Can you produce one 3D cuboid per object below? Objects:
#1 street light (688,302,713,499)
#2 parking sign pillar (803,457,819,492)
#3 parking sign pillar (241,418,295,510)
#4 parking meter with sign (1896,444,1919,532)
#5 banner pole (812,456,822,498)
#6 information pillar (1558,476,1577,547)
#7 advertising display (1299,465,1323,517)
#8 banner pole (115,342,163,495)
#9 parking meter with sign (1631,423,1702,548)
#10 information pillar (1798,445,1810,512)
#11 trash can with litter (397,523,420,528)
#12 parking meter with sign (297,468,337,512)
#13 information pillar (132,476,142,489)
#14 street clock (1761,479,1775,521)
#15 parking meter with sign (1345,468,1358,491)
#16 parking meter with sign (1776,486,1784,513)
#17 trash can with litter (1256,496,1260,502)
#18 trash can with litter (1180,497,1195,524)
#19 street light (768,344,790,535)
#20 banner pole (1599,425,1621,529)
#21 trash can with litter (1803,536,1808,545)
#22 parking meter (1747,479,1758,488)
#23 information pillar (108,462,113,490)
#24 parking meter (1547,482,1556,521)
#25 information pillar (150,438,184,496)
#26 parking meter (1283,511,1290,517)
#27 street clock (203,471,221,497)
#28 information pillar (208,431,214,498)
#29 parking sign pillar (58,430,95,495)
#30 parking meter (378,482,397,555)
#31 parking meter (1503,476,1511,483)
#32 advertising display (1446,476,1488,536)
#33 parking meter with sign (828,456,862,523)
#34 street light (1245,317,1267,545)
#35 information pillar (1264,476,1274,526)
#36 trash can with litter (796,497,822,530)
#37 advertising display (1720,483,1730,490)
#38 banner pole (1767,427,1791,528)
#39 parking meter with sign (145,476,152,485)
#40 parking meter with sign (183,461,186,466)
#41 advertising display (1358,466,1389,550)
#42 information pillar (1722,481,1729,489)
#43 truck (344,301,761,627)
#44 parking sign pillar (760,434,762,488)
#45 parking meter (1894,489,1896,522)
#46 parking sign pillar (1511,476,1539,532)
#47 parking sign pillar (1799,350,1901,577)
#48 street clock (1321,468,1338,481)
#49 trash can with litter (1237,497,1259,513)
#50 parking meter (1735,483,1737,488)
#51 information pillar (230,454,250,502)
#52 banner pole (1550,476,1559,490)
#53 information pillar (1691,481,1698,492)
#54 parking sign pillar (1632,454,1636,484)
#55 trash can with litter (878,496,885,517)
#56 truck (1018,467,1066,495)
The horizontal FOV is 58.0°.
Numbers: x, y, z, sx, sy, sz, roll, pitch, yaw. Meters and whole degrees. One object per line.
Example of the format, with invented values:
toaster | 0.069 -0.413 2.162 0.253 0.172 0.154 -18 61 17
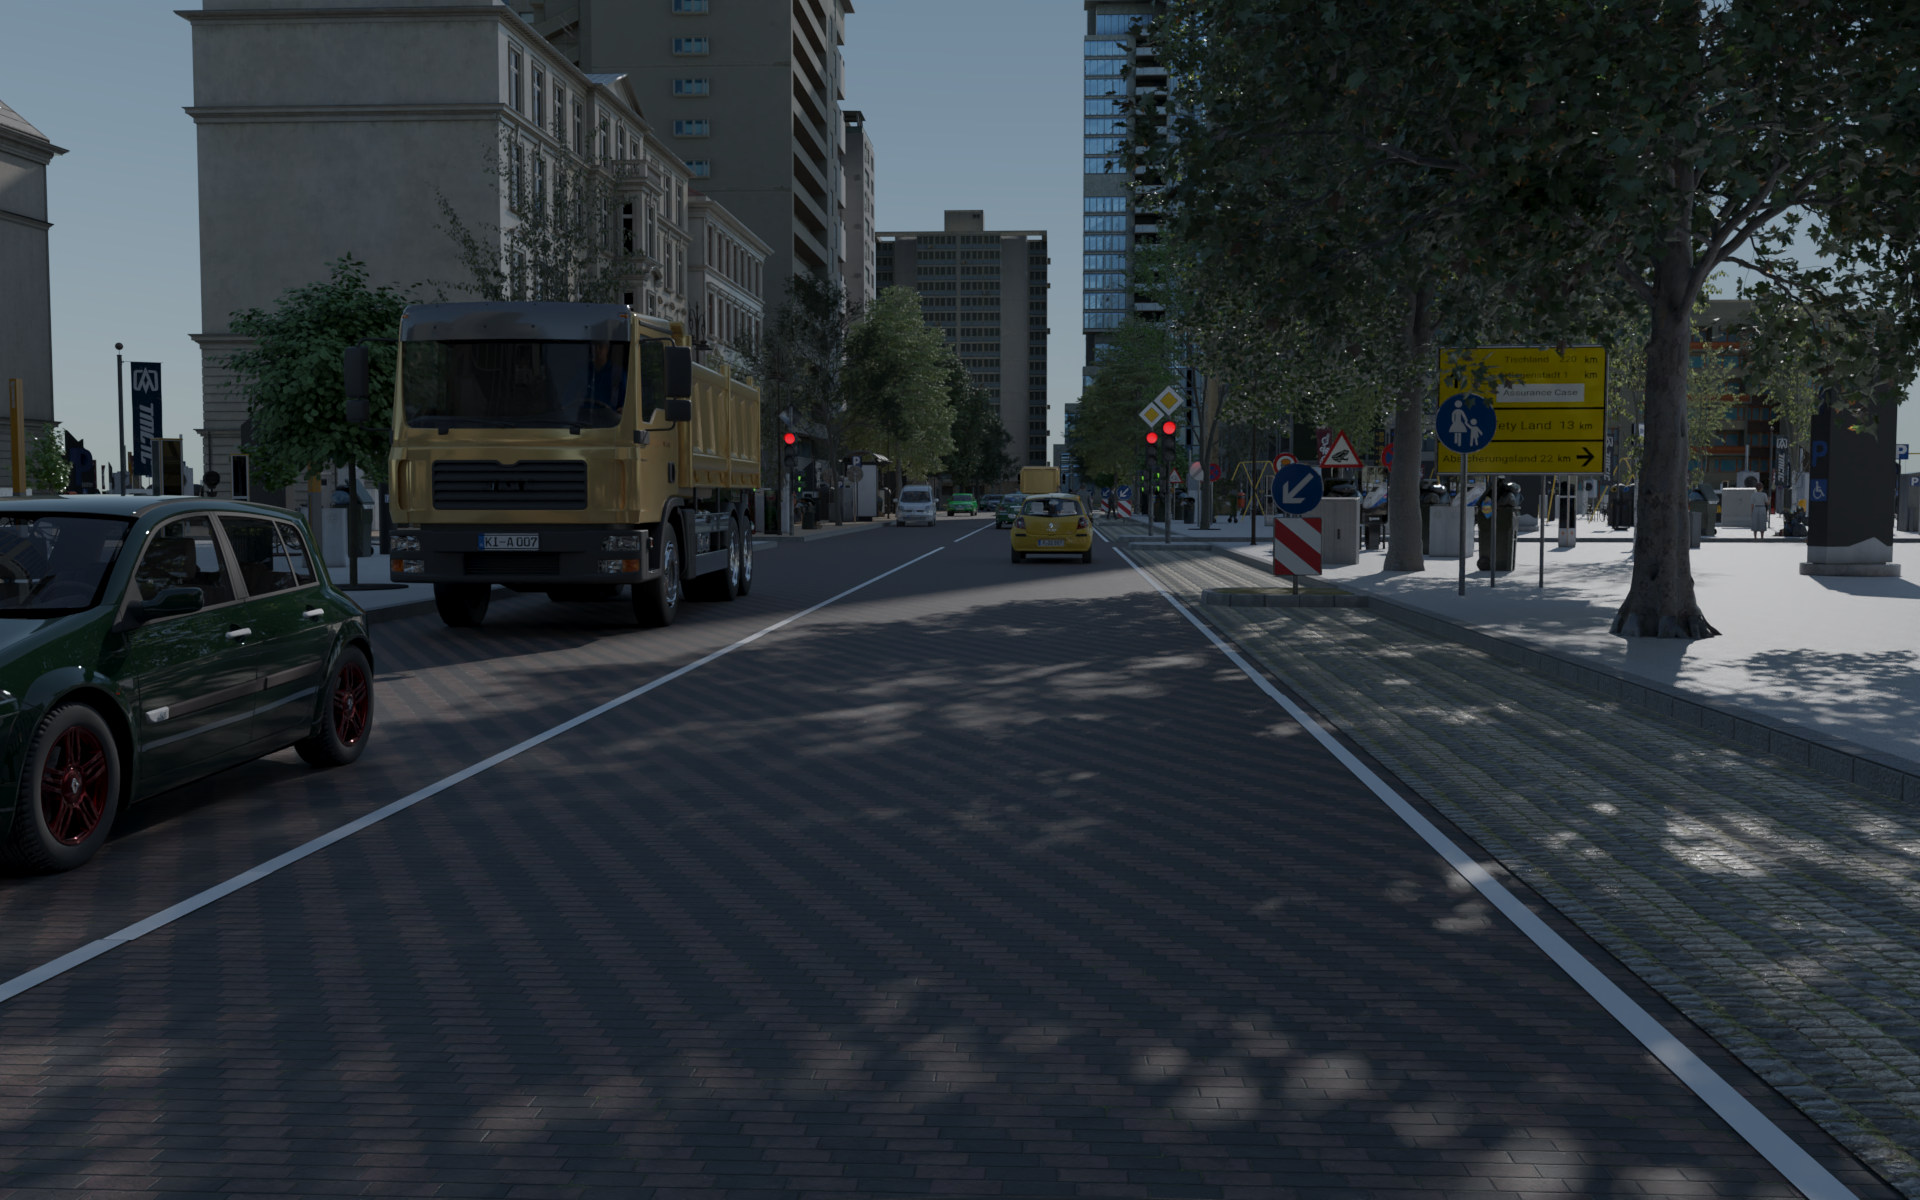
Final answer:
street light | -6.309 -4.217 41.736 0.468 5.910 1.993 0 4 3
parking sign pillar | -10.908 -8.491 127.303 1.447 3.967 1.447 2 4 31
parking sign pillar | -18.319 -3.509 45.843 1.447 3.967 1.447 1 4 13
parking meter with sign | 32.564 -3.861 59.390 0.543 3.016 1.738 0 4 5
banner pole | -9.490 -7.609 114.416 0.863 3.779 0.401 -2 4 -33
information pillar | 14.652 -2.279 41.752 0.304 2.012 0.304 -2 4 -30
advertising display | 7.899 -2.049 38.713 0.123 1.923 0.974 -2 4 -29
banner pole | -13.675 -2.372 28.802 0.863 3.779 0.401 -2 4 -29
parking meter with sign | 17.162 -2.798 42.012 0.543 3.016 1.738 -2 4 -30
information pillar | 40.300 -5.591 82.772 0.504 3.616 0.183 0 4 7
trash can with litter | -20.685 -3.283 65.064 1.055 1.170 0.624 -1 4 -11
parking meter with sign | -21.325 -3.756 57.668 0.543 3.016 1.738 1 4 18
information pillar | -31.116 -3.733 65.520 0.304 2.012 0.304 -1 4 -15
street clock | 38.083 -4.725 81.823 0.471 2.002 0.358 2 4 31
parking meter with sign | 20.688 -5.669 88.946 1.738 3.016 0.543 2 4 25
parking meter with sign | 54.287 -7.239 114.619 0.543 3.016 1.738 1 4 21
trash can with litter | 18.407 -5.997 109.432 1.055 1.170 0.624 1 4 16
trash can with litter | 9.829 -3.869 74.644 0.624 1.170 1.055 1 4 9
street light | -5.606 -4.947 53.664 0.468 5.910 1.993 0 4 3
banner pole | 23.674 -4.460 62.932 0.863 3.779 0.401 1 4 8
trash can with litter | 21.437 -1.938 43.070 0.624 1.170 1.055 -1 4 -17
parking meter | 30.811 -3.774 67.409 0.399 1.863 0.255 -2 4 -35
information pillar | -61.758 -8.233 125.957 0.183 3.616 0.504 0 4 -1
parking meter | 28.158 -4.694 82.457 0.255 1.863 0.399 0 4 -4
information pillar | -10.442 -1.123 22.860 0.304 2.012 0.304 3 5 44
parking meter | 16.092 -4.865 85.253 0.255 1.863 0.399 2 4 32
street clock | -23.349 -3.028 54.074 0.471 2.002 0.358 -3 5 -43
information pillar | -27.971 -4.486 64.696 0.183 3.616 0.504 -1 4 -15
parking sign pillar | -37.266 -5.193 73.373 1.447 3.967 1.447 1 4 10
parking meter | -12.167 -1.739 36.844 0.372 1.533 0.369 0 3 0
parking meter | 13.242 -2.235 42.248 0.255 1.863 0.399 3 5 39
advertising display | 11.786 -2.145 40.279 0.974 1.923 0.123 -1 4 -11
parking meter with sign | -5.225 -5.033 78.553 0.543 3.016 1.738 3 5 39
street light | 7.373 -4.315 43.345 0.468 5.910 1.993 0 4 3
information pillar | 12.246 -3.922 68.609 0.304 2.012 0.304 0 4 -4
trash can with litter | -5.449 -3.144 62.798 0.624 1.170 1.055 2 4 24
advertising display | 43.306 -5.681 98.098 0.123 1.923 0.974 0 4 -2
banner pole | 30.509 -4.567 64.694 0.863 3.779 0.401 0 4 5
parking meter with sign | -57.936 -7.874 125.000 1.738 3.016 0.543 2 4 27
parking meter with sign | -41.350 -5.863 92.123 0.543 3.016 1.738 -1 4 -18
advertising display | 9.531 -2.126 39.975 0.974 1.923 0.123 -3 4 -38
information pillar | 42.234 -5.574 95.620 0.304 2.012 0.304 2 4 27
truck | -4.315 -1.526 20.872 3.469 3.379 9.791 0 4 1
parking sign pillar | -9.320 -5.457 77.694 1.447 3.967 1.447 1 4 16
parking meter | 36.915 -3.692 68.768 0.372 1.533 0.369 0 3 0
parking sign pillar | 19.177 -4.343 59.484 1.447 3.967 1.447 0 4 -1
parking sign pillar | 14.130 -2.381 27.401 1.447 3.967 1.447 -1 4 -16
street clock | 7.824 -1.964 36.689 0.358 2.002 0.471 2 4 30
trash can with litter | 19.678 -6.464 116.737 1.678 1.210 2.233 -3 5 -43
parking meter | 41.635 -5.318 92.665 0.255 1.863 0.399 3 4 36
information pillar | -13.237 -1.675 31.878 0.304 2.012 0.304 -1 4 -21
banner pole | 41.463 -7.934 119.743 0.863 3.779 0.401 -1 4 -18
information pillar | 41.222 -5.672 97.237 0.304 2.012 0.304 1 4 21
parking sign pillar | 43.322 -7.494 110.993 1.447 3.967 1.447 2 4 25
trash can with litter | -4.452 -5.235 96.972 0.624 1.170 1.055 -2 4 -23
truck | 5.629 -7.642 120.867 3.469 3.379 9.791 0 4 4
